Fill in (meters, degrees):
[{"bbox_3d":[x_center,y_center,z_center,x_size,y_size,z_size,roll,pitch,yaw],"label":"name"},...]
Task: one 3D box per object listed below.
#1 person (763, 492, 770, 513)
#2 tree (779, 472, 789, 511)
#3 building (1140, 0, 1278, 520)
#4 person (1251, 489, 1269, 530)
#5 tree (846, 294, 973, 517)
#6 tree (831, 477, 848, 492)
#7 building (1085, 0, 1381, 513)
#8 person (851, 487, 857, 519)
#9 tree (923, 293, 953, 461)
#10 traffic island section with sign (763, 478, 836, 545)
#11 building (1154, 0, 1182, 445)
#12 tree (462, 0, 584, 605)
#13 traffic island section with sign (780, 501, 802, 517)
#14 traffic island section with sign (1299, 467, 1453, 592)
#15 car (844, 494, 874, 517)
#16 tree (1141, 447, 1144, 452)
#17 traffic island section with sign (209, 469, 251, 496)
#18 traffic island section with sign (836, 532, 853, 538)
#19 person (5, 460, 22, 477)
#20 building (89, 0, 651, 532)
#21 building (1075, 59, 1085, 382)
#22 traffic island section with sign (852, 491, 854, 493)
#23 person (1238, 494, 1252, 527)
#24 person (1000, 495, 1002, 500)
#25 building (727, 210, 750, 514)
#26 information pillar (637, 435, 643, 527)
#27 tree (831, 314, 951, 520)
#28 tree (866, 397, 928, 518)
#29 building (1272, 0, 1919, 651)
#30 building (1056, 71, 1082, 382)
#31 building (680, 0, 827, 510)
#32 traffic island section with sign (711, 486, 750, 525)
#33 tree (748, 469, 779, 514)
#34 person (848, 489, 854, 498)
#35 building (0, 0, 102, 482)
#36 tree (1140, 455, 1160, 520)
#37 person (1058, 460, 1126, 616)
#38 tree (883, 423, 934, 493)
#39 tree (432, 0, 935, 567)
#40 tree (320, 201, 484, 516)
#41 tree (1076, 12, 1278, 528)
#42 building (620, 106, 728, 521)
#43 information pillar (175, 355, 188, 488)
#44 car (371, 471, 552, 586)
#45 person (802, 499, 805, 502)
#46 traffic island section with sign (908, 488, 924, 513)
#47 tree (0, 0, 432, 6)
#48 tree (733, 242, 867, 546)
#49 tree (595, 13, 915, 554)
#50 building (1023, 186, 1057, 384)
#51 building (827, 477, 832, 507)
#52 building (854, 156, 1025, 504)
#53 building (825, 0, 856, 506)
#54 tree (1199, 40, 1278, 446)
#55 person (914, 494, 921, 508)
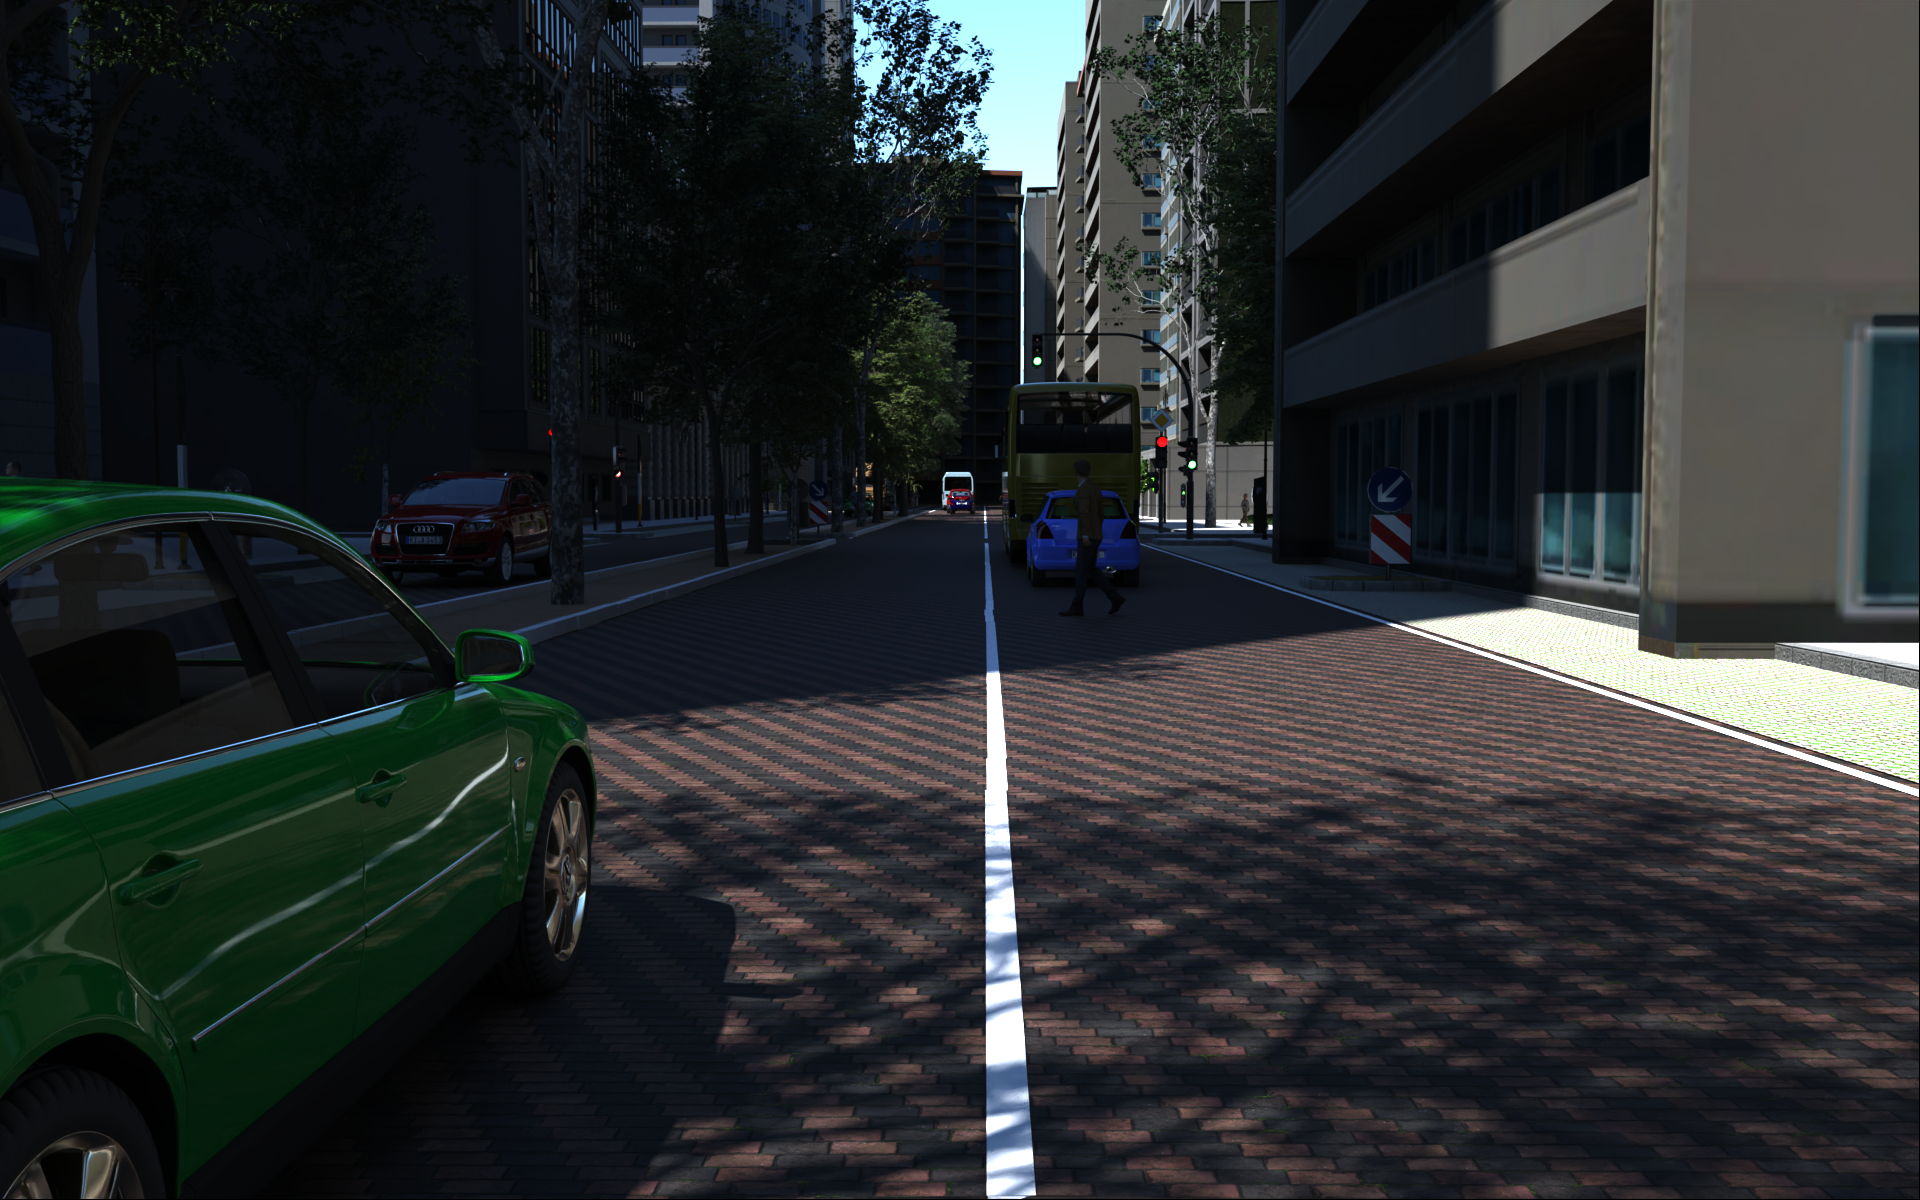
[{"bbox_3d":[-13.168,-6.787,117.854,0.563,1.720,0.643,3,4,37],"label":"person"},{"bbox_3d":[-13.374,-8.378,131.587,1.663,3.219,1.824,0,3,0],"label":"tree"},{"bbox_3d":[20.551,-39.759,88.309,20.563,71.187,20.611,0,4,1],"label":"building"},{"bbox_3d":[10.680,-3.409,61.626,0.661,1.843,0.795,2,4,34],"label":"person"},{"bbox_3d":[-3.629,-12.276,109.831,9.857,13.997,8.962,0,3,0],"label":"tree"},{"bbox_3d":[-11.983,-10.683,169.267,1.663,3.219,1.824,0,3,0],"label":"tree"},{"bbox_3d":[21.674,-31.885,145.026,21.300,48.544,21.600,0,4,1],"label":"building"},{"bbox_3d":[-6.149,-5.678,101.192,0.638,1.841,0.748,3,5,41],"label":"person"},{"bbox_3d":[-4.240,-10.098,85.680,7.486,12.596,7.792,0,3,0],"label":"tree"},{"bbox_3d":[-4.699,-2.527,49.447,2.006,1.907,1.989,0,4,1],"label":"traffic island section with sign"},{"bbox_3d":[26.763,-26.149,119.416,32.217,40.220,23.993,0,4,1],"label":"building"},{"bbox_3d":[-6.293,-10.055,22.739,12.611,20.169,13.585,0,3,0],"label":"tree"},{"bbox_3d":[-10.247,-6.141,109.034,1.989,1.847,2.006,0,4,1],"label":"traffic island section with sign"},{"bbox_3d":[6.213,-1.074,26.183,1.989,1.847,2.006,0,4,1],"label":"traffic island section with sign"},{"bbox_3d":[-6.334,-6.171,109.687,1.959,1.807,4.718,0,4,1],"label":"car"},{"bbox_3d":[10.571,-7.530,106.822,4.285,4.588,4.351,0,3,0],"label":"tree"},{"bbox_3d":[-11.407,-1.098,26.573,1.989,1.847,2.006,0,4,1],"label":"traffic island section with sign"},{"bbox_3d":[-4.586,-2.980,56.853,2.006,1.907,1.989,0,4,1],"label":"traffic island section with sign"},{"bbox_3d":[-14.817,-1.283,27.118,0.767,1.812,0.694,-2,4,-32],"label":"person"},{"bbox_3d":[-21.688,-16.866,69.265,14.314,27.812,24.014,0,4,1],"label":"building"},{"bbox_3d":[22.701,-31.541,170.316,22.147,44.769,28.867,0,4,1],"label":"building"},{"bbox_3d":[-9.536,-9.209,159.192,1.989,1.847,2.006,0,4,1],"label":"traffic island section with sign"},{"bbox_3d":[11.163,-3.511,67.720,0.640,1.303,0.475,2,4,30],"label":"person"},{"bbox_3d":[3.548,-7.826,136.474,0.705,1.822,1.348,-3,5,-44],"label":"person"},{"bbox_3d":[-19.320,-17.339,112.366,11.050,23.489,19.941,0,4,1],"label":"building"},{"bbox_3d":[-12.667,-4.719,68.506,0.183,3.616,0.504,0,4,-3],"label":"information pillar"},{"bbox_3d":[-4.275,-10.170,94.500,9.928,11.665,9.643,0,3,0],"label":"tree"},{"bbox_3d":[-3.830,-9.144,102.318,4.737,8.622,4.395,0,3,0],"label":"tree"},{"bbox_3d":[16.972,-24.470,23.788,21.300,48.544,21.600,0,4,1],"label":"building"},{"bbox_3d":[21.994,-34.966,195.400,21.300,48.544,21.600,0,4,1],"label":"building"},{"bbox_3d":[-23.027,-36.918,145.609,21.231,58.520,28.212,0,4,1],"label":"building"},{"bbox_3d":[-10.632,-4.481,81.887,1.989,1.847,2.006,0,4,1],"label":"traffic island section with sign"},{"bbox_3d":[-12.622,-7.069,110.180,1.663,3.219,1.824,0,3,0],"label":"tree"},{"bbox_3d":[-11.500,-10.962,185.281,0.705,1.822,1.348,-3,4,-36],"label":"person"},{"bbox_3d":[-35.262,-30.265,36.837,28.212,58.520,21.231,0,4,1],"label":"building"},{"bbox_3d":[9.024,-5.628,86.618,1.663,3.219,1.824,0,3,0],"label":"tree"},{"bbox_3d":[1.548,-0.738,20.485,0.836,1.842,0.656,-1,4,-10],"label":"person"},{"bbox_3d":[-3.673,-10.053,117.190,4.360,8.622,3.978,0,3,0],"label":"tree"},{"bbox_3d":[-4.642,-5.938,33.964,8.767,10.594,7.601,0,4,1],"label":"tree"},{"bbox_3d":[-14.257,-5.677,43.181,4.737,8.622,4.395,0,3,0],"label":"tree"},{"bbox_3d":[10.549,-12.874,66.374,12.611,20.169,13.585,0,3,0],"label":"tree"},{"bbox_3d":[-19.598,-16.101,92.137,11.050,23.489,19.941,0,4,1],"label":"building"},{"bbox_3d":[-13.243,-2.333,29.494,0.183,3.616,0.504,-1,4,-16],"label":"information pillar"},{"bbox_3d":[-8.054,-1.218,28.589,2.281,1.827,5.304,0,3,0],"label":"car"},{"bbox_3d":[-10.778,-6.581,116.221,0.709,1.813,0.853,-2,4,-25],"label":"person"},{"bbox_3d":[-3.542,-7.575,131.984,2.006,1.907,1.989,0,4,1],"label":"traffic island section with sign"},{"bbox_3d":[-5.307,-4.507,10.563,8.767,10.594,7.601,0,4,1],"label":"tree"},{"bbox_3d":[-4.589,-5.801,47.665,4.360,8.622,3.978,0,3,0],"label":"tree"},{"bbox_3d":[-4.994,-7.398,41.538,7.486,12.596,7.792,0,3,0],"label":"tree"},{"bbox_3d":[15.244,-33.011,223.317,14.086,41.232,14.154,0,4,1],"label":"building"},{"bbox_3d":[-29.452,-29.384,172.313,32.217,40.220,23.993,0,4,1],"label":"building"},{"bbox_3d":[-6.183,-35.000,226.869,28.867,44.769,22.147,0,4,1],"label":"building"},{"bbox_3d":[-22.824,-46.319,195.568,20.611,71.187,20.563,0,4,1],"label":"building"},{"bbox_3d":[9.225,-7.593,42.274,7.486,12.596,7.792,0,3,0],"label":"tree"},{"bbox_3d":[-4.605,-10.524,181.291,1.217,1.736,0.721,-2,4,-35],"label":"person"}]
